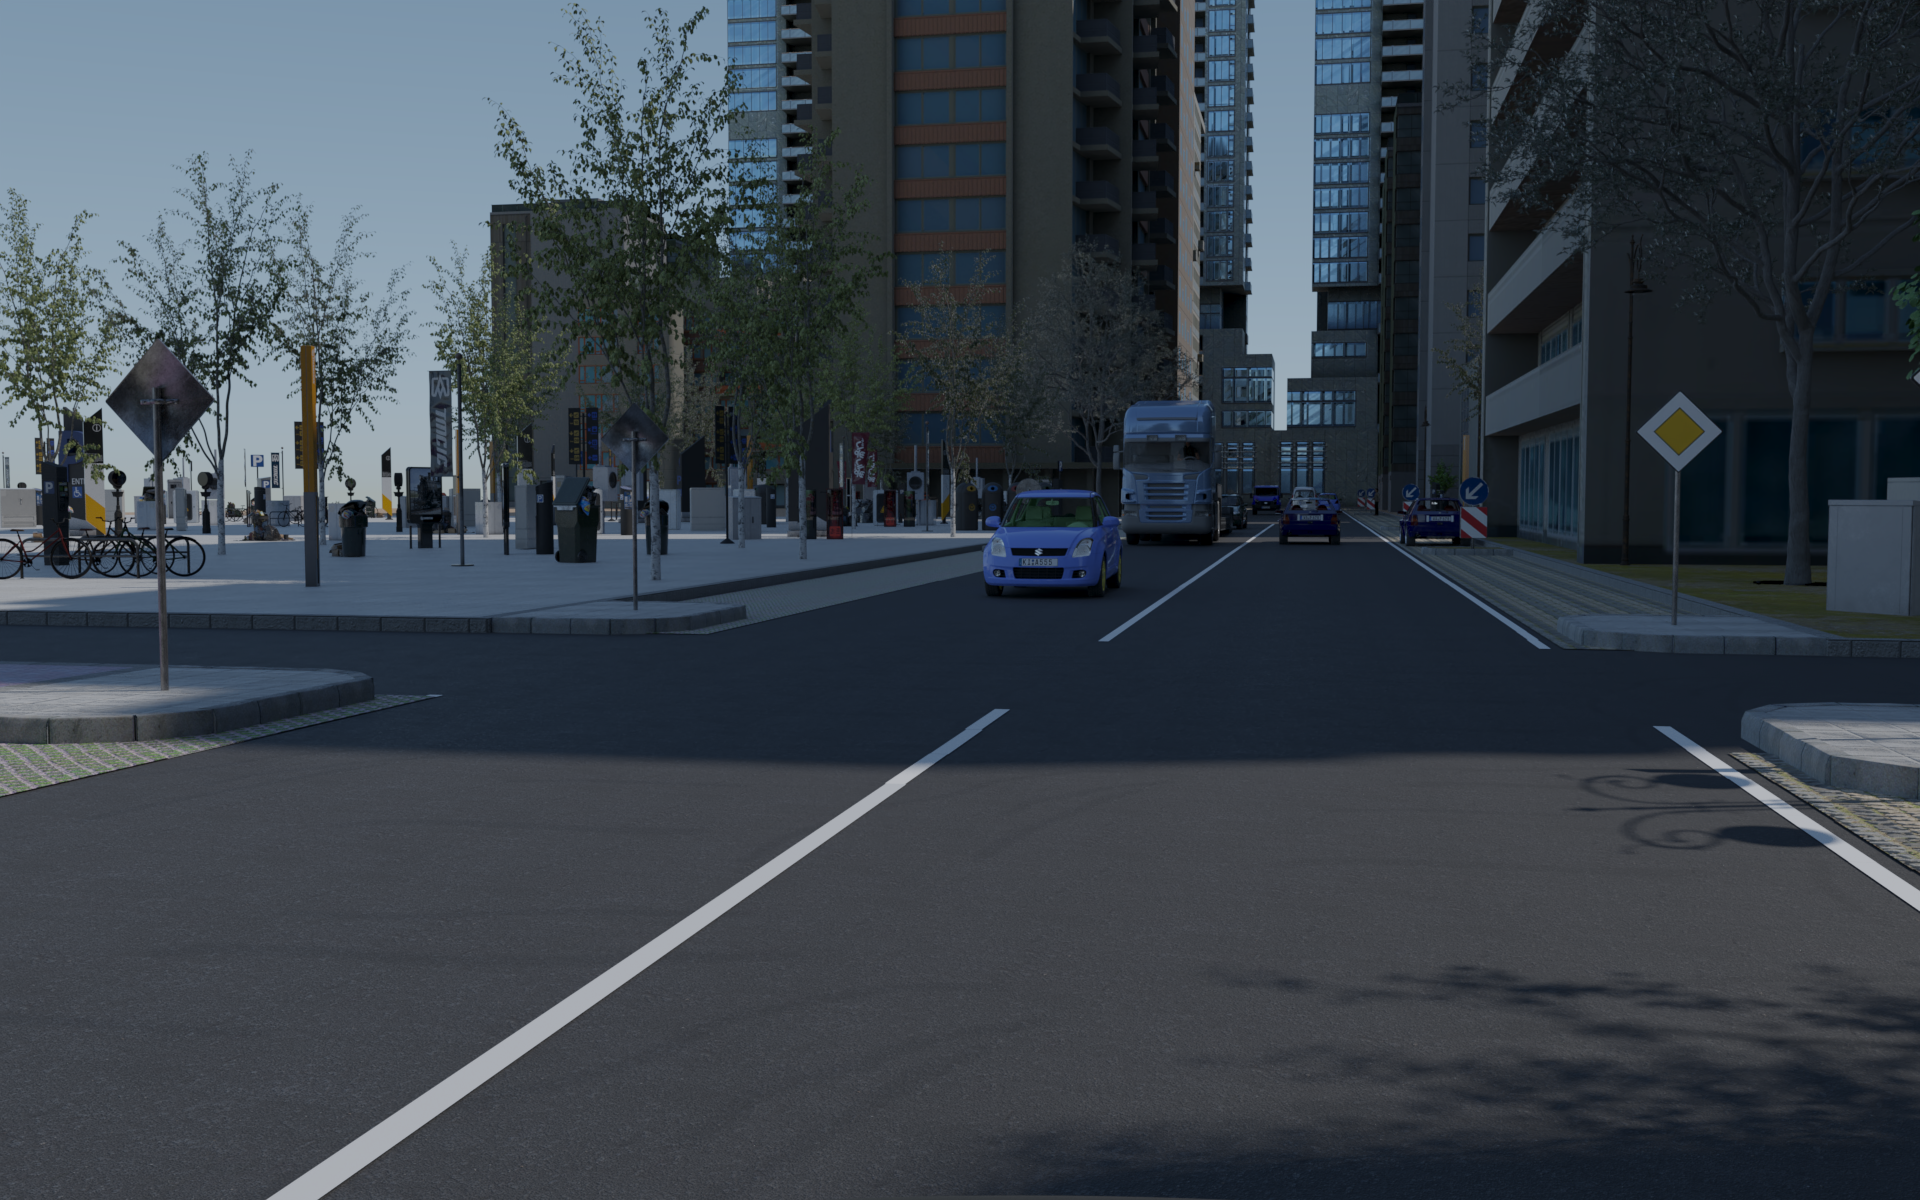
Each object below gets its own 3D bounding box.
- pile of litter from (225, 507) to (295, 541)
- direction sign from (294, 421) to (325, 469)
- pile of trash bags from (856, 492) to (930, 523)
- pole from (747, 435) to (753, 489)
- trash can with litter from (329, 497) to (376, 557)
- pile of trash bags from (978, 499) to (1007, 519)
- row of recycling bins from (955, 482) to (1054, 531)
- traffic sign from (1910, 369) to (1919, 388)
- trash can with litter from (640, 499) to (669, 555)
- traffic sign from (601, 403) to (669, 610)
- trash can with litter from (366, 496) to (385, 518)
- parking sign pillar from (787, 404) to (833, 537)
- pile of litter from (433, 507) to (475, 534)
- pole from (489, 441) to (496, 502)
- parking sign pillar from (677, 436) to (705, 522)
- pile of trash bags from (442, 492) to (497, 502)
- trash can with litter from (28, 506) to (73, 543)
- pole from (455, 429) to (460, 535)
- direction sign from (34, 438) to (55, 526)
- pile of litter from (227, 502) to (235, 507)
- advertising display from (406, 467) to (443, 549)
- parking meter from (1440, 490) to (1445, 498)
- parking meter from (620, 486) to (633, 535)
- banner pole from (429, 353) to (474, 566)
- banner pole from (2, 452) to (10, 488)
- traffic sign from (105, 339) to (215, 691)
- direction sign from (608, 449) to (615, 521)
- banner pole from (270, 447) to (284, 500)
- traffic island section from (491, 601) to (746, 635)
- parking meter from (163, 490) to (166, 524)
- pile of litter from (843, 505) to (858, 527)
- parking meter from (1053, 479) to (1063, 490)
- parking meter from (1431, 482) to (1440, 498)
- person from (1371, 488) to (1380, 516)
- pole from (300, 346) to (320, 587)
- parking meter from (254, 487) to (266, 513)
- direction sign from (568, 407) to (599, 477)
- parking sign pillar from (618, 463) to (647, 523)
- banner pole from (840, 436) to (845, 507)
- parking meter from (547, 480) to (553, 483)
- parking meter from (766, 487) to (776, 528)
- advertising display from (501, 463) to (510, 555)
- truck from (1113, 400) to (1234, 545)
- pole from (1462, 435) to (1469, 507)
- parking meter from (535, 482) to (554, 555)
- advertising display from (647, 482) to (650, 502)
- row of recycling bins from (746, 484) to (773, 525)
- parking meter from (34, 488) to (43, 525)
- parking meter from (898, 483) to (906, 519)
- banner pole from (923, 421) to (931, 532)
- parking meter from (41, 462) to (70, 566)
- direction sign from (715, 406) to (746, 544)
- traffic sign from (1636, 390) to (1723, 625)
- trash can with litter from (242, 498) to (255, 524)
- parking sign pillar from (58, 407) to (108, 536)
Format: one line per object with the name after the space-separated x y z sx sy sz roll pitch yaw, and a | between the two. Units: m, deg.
-19.135 -2.061 47.659 1.719 0.858 1.176 2 4 26 | pile of litter
-20.301 -3.799 54.109 0.876 3.537 0.379 -2 4 -29 | direction sign
-3.047 -4.134 77.342 3.447 1.369 1.912 -1 4 -12 | pile of trash bags
-7.310 -4.067 60.333 0.158 3.312 0.155 0 3 0 | pole
-12.555 -1.467 35.372 1.055 1.170 0.624 3 5 41 | trash can with litter
1.166 -4.833 88.771 1.912 1.369 3.447 -2 4 -27 | pile of trash bags
1.564 -3.290 60.911 3.534 1.692 1.069 0 4 3 | row of recycling bins
5.373 -0.332 9.066 0.795 2.450 0.064 1 4 12 | traffic sign
-6.496 -1.553 36.785 0.624 1.170 1.055 -1 4 -12 | trash can with litter
-3.582 -0.944 19.079 0.795 2.450 0.064 1 4 12 | traffic sign
-31.441 -4.995 93.059 1.055 1.170 0.624 0 4 2 | trash can with litter
-4.510 -3.902 52.263 1.447 3.967 1.447 1 4 13 | parking sign pillar
-16.638 -2.607 56.583 1.719 0.858 1.176 -3 4 -37 | pile of litter
-18.075 -4.473 66.973 0.158 3.312 0.155 0 3 0 | pole
-12.355 -5.570 79.545 1.447 3.967 1.447 -3 5 -43 | parking sign pillar
-28.139 -5.452 98.894 3.447 1.369 1.912 -1 4 -23 | pile of trash bags
-24.149 -2.114 45.948 1.055 1.170 0.624 -3 5 -41 | trash can with litter
-15.774 -3.712 54.540 0.158 3.312 0.155 0 3 0 | pole
-36.836 -4.758 69.786 0.379 3.537 0.876 2 4 24 | direction sign
-40.221 -4.964 95.131 1.719 0.858 1.176 -3 5 -42 | pile of litter
-12.652 -2.185 40.933 0.123 1.923 0.974 2 4 33 | advertising display
24.158 -4.805 86.968 0.372 1.533 0.369 0 3 0 | parking meter
-10.365 -2.777 53.818 0.372 1.533 0.369 0 3 0 | parking meter
-9.087 -2.496 30.829 0.863 3.779 0.401 1 4 18 | banner pole
-56.490 -6.884 102.576 0.863 3.779 0.401 2 4 31 | banner pole
-5.195 -0.466 11.258 0.795 2.450 0.064 1 4 12 | traffic sign
-16.410 -5.472 81.468 0.379 3.537 0.876 0 4 -1 | direction sign
-36.055 -6.217 91.667 0.401 3.779 0.863 3 5 44 | banner pole
-3.607 0.192 19.146 2.009 0.180 2.903 1 4 12 | traffic island section
-33.909 -3.982 73.516 0.372 1.533 0.369 0 3 0 | parking meter
-4.776 -3.332 68.442 1.719 0.858 1.176 -2 4 -23 | pile of litter
3.724 -3.676 65.820 0.255 1.863 0.399 2 4 25 | parking meter
23.302 -4.839 84.832 0.255 1.863 0.399 -2 4 -24 | parking meter
27.516 -6.483 114.515 0.705 1.823 1.348 0 4 -8 | person
-8.976 -1.840 23.924 0.158 3.312 0.155 0 3 0 | pole
-34.885 -4.761 86.249 0.372 1.533 0.369 0 3 0 | parking meter
-9.869 -3.270 45.465 0.876 3.537 0.379 1 4 18 | direction sign
-14.464 -5.405 76.844 1.447 3.967 1.447 2 4 29 | parking sign pillar
-5.071 -5.177 74.668 0.401 3.779 0.863 -1 4 -19 | banner pole
-17.237 -4.106 72.848 0.255 1.863 0.399 -1 4 -14 | parking meter
-7.239 -3.549 66.431 0.372 1.533 0.369 0 3 0 | parking meter
-9.631 -1.926 36.706 0.123 1.923 0.974 -1 4 -17 | advertising display
7.252 -4.028 55.620 2.967 4.110 18.799 1 4 11 | truck
17.466 -4.036 59.840 0.158 3.312 0.155 0 3 0 | pole
-8.826 -1.736 36.795 0.372 1.533 0.369 0 3 0 | parking meter
-16.459 -5.250 91.059 0.123 1.923 0.974 -2 4 -30 | advertising display
-8.600 -4.125 74.549 1.069 1.692 3.534 -1 4 -14 | row of recycling bins
-37.948 -3.845 71.273 0.372 1.533 0.369 0 3 0 | parking meter
-3.004 -5.124 89.489 0.399 1.863 0.255 0 4 5 | parking meter
-1.099 -4.228 59.140 0.401 3.779 0.863 0 4 -6 | banner pole
-16.255 -1.555 31.138 0.399 1.863 0.255 1 4 15 | parking meter
-6.020 -3.224 44.706 0.379 3.537 0.876 2 4 32 | direction sign
6.986 -0.810 16.887 0.795 2.450 0.064 1 4 12 | traffic sign
-30.566 -3.872 74.696 1.055 1.170 0.624 2 4 31 | trash can with litter
-26.973 -3.956 53.159 1.447 3.967 1.447 1 4 13 | parking sign pillar
